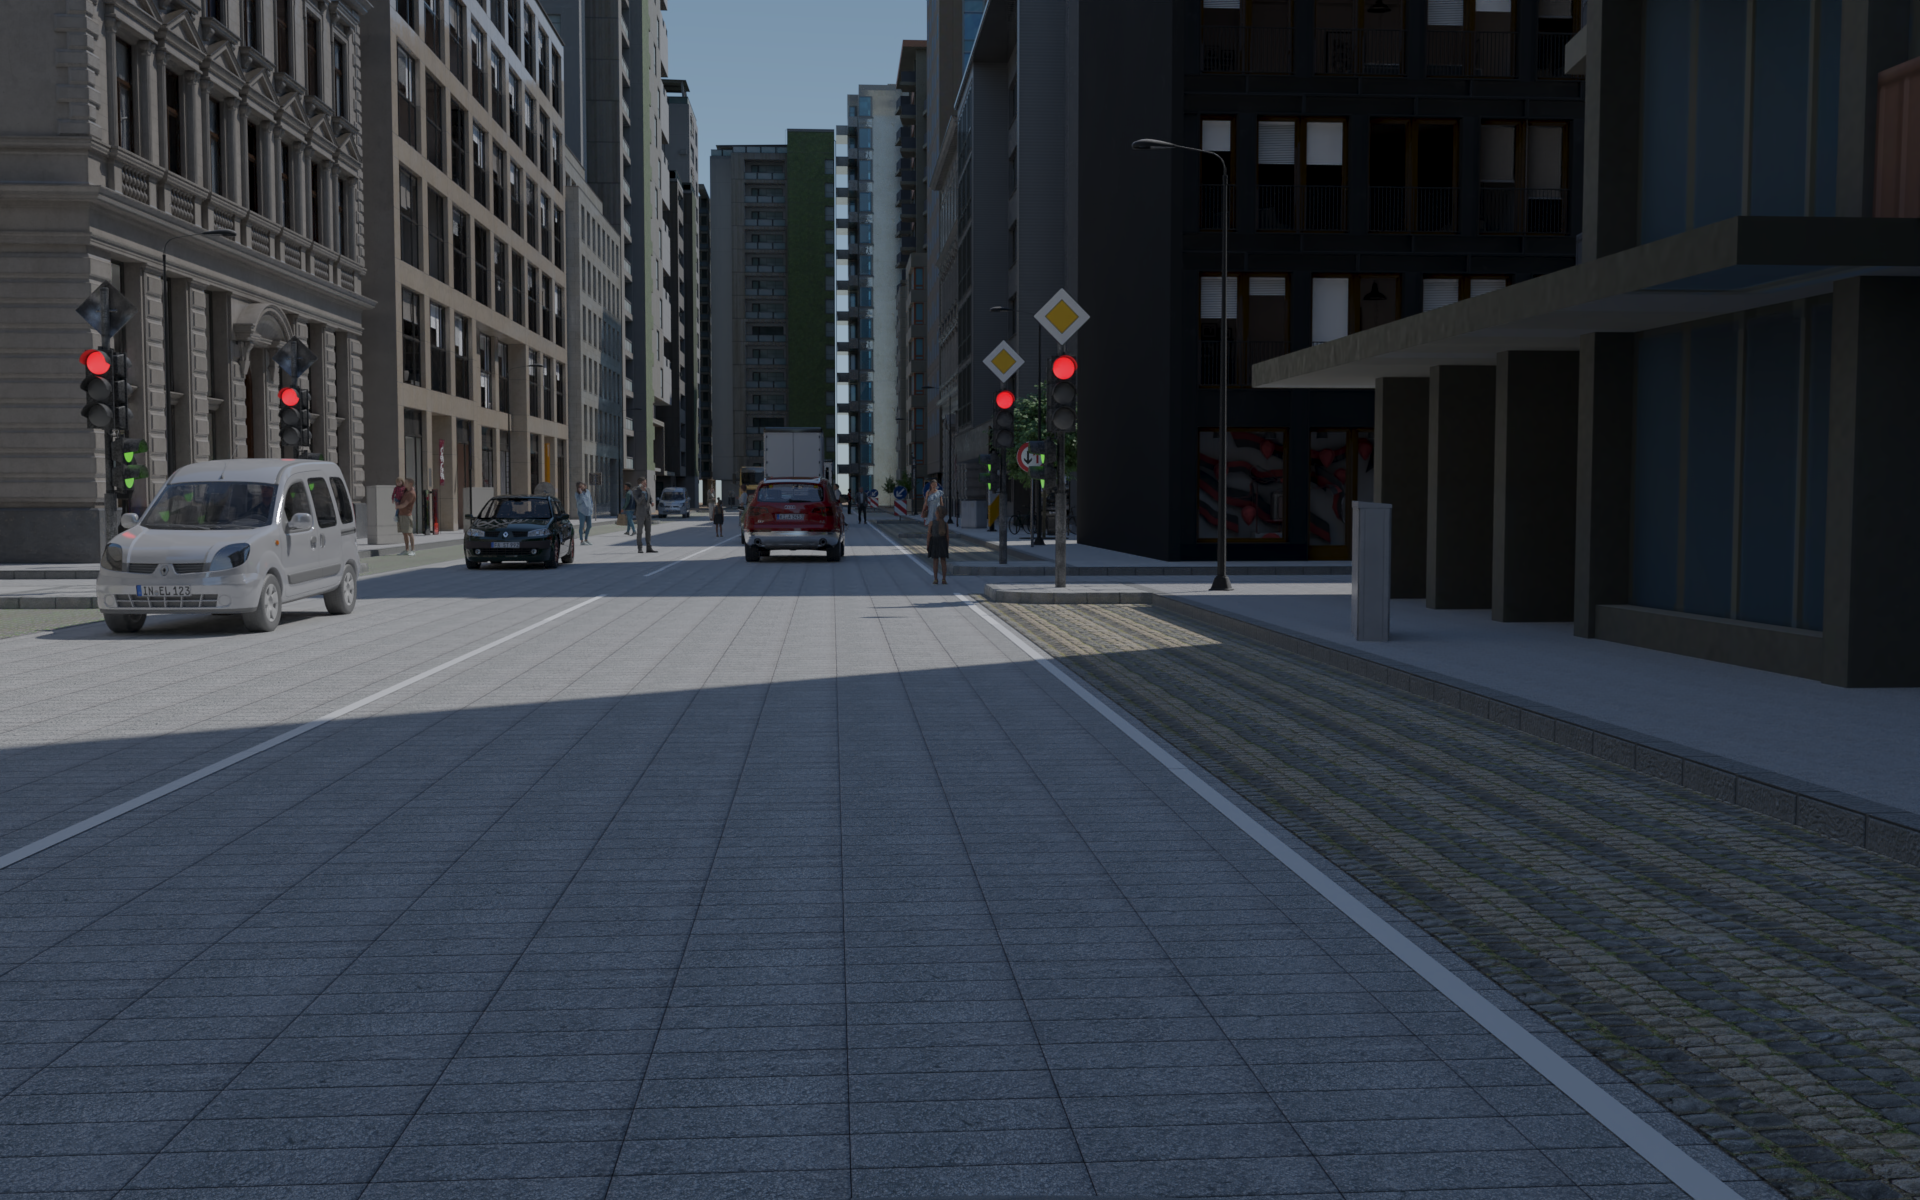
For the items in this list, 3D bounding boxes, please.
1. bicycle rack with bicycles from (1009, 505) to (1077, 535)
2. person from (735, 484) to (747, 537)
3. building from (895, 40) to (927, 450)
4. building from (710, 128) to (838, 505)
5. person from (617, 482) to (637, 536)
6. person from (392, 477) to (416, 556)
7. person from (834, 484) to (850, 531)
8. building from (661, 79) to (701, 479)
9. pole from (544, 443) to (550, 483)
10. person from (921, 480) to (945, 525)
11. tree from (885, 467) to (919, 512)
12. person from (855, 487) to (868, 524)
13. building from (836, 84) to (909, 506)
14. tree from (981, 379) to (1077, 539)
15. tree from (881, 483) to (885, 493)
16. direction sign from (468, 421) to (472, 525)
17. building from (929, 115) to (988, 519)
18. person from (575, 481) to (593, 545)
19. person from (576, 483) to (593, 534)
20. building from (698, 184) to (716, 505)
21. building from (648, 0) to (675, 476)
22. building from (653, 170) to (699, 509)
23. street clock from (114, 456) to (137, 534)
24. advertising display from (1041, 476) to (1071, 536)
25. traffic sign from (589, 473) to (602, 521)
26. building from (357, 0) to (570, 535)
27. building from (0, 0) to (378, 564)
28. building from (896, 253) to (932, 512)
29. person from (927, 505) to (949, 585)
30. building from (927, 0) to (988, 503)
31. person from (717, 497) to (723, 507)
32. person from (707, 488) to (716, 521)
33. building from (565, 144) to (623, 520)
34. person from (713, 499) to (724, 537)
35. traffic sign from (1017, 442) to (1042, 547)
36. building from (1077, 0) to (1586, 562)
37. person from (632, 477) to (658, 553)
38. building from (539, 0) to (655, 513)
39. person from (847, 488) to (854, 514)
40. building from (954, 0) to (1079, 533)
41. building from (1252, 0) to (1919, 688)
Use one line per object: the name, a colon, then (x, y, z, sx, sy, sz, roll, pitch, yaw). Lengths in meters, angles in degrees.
bicycle rack with bicycles: (2.815, -2.555, 55.157, 2.925, 0.926, 2.852, -2, 4, -30)
person: (-7.278, -2.968, 57.601, 0.524, 1.755, 0.480, 1, 4, 9)
building: (4.996, -31.381, 167.697, 22.147, 44.769, 28.867, 0, 4, -4)
building: (-21.060, -31.387, 196.767, 14.086, 41.232, 14.154, 0, 4, -4)
person: (-11.277, -3.083, 58.896, 0.713, 1.824, 0.794, 2, 4, 27)
person: (-12.890, -1.942, 40.220, 0.580, 1.828, 0.573, 0, 4, 0)
person: (-4.645, -3.592, 67.075, 0.795, 1.843, 0.661, 0, 4, 6)
building: (-33.275, -29.935, 173.035, 14.086, 41.232, 14.154, 0, 4, -4)
pole: (-16.629, -4.647, 69.817, 0.158, 3.312, 0.155, 0, 3, 0)
person: (-0.704, -2.252, 45.412, 0.616, 1.811, 0.778, 1, 4, 11)
tree: (-3.939, -7.884, 123.498, 1.663, 3.219, 1.824, 0, 3, 0)
person: (-4.712, -4.551, 83.302, 0.661, 1.777, 0.834, -1, 4, -19)
building: (0.801, -35.674, 202.881, 30.456, 49.044, 23.786, 0, 4, -4)
tree: (2.324, -4.027, 49.559, 4.285, 4.588, 4.351, 0, 3, 0)
tree: (-6.605, -10.185, 161.127, 1.663, 3.219, 1.824, 0, 3, 0)
direction sign: (-15.279, -3.796, 54.068, 0.379, 3.537, 0.876, -1, 4, -20)
building: (4.347, -16.396, 96.953, 11.050, 23.489, 19.941, 0, 4, -4)
person: (-10.506, -2.424, 48.394, 0.793, 1.790, 0.793, 0, 4, 3)
person: (-13.493, -3.267, 61.940, 0.581, 1.822, 0.654, 1, 4, 21)
building: (-40.833, -31.346, 204.383, 23.993, 40.220, 32.217, 0, 4, -4)
building: (-36.562, -33.155, 131.320, 28.713, 52.752, 27.495, 0, 4, -4)
building: (-30.859, -23.353, 153.515, 14.160, 30.474, 14.107, 0, 4, -4)
street clock: (-14.886, -1.608, 30.853, 0.471, 2.002, 0.358, 2, 4, 29)
advertising display: (2.915, -2.945, 53.365, 0.974, 1.923, 0.123, 1, 4, 9)
traffic sign: (-17.432, -4.935, 82.811, 0.606, 2.300, 0.079, 0, 4, 3)
building: (-27.717, -16.095, 67.672, 19.350, 26.468, 34.151, 0, 4, -4)
building: (-21.316, -12.919, 40.096, 11.050, 23.489, 19.941, 0, 4, -4)
building: (9.212, -18.022, 139.693, 27.650, 21.520, 28.899, 0, 4, -4)
person: (-0.349, -0.872, 27.432, 0.362, 1.253, 0.373, 0, 4, -8)
building: (5.053, -28.539, 116.719, 14.600, 45.320, 14.200, 0, 4, -4)
person: (-14.644, -5.655, 105.644, 0.352, 1.250, 0.332, -2, 4, -27)
person: (-13.139, -5.066, 91.877, 0.362, 1.759, 0.519, 3, 4, 36)
building: (-24.611, -14.621, 93.800, 10.420, 20.320, 16.860, 0, 4, -4)
person: (-8.063, -2.730, 57.813, 0.362, 1.253, 0.373, 0, 4, -2)
traffic sign: (1.744, -2.543, 41.684, 0.768, 2.556, 0.104, 0, 4, -1)
building: (11.369, -12.787, 38.742, 15.834, 23.373, 12.332, 0, 4, -4)
person: (-7.607, -2.061, 42.007, 0.447, 1.846, 0.655, 2, 4, 35)
building: (-27.612, -26.173, 111.525, 14.154, 41.232, 14.086, 0, 4, -4)
person: (-7.766, -6.956, 122.194, 0.705, 1.831, 1.348, -1, 4, -23)
building: (7.882, -15.440, 71.516, 14.314, 24.678, 30.058, 0, 4, -4)
building: (15.633, -21.634, 8.344, 22.147, 44.769, 28.867, 0, 4, -4)
